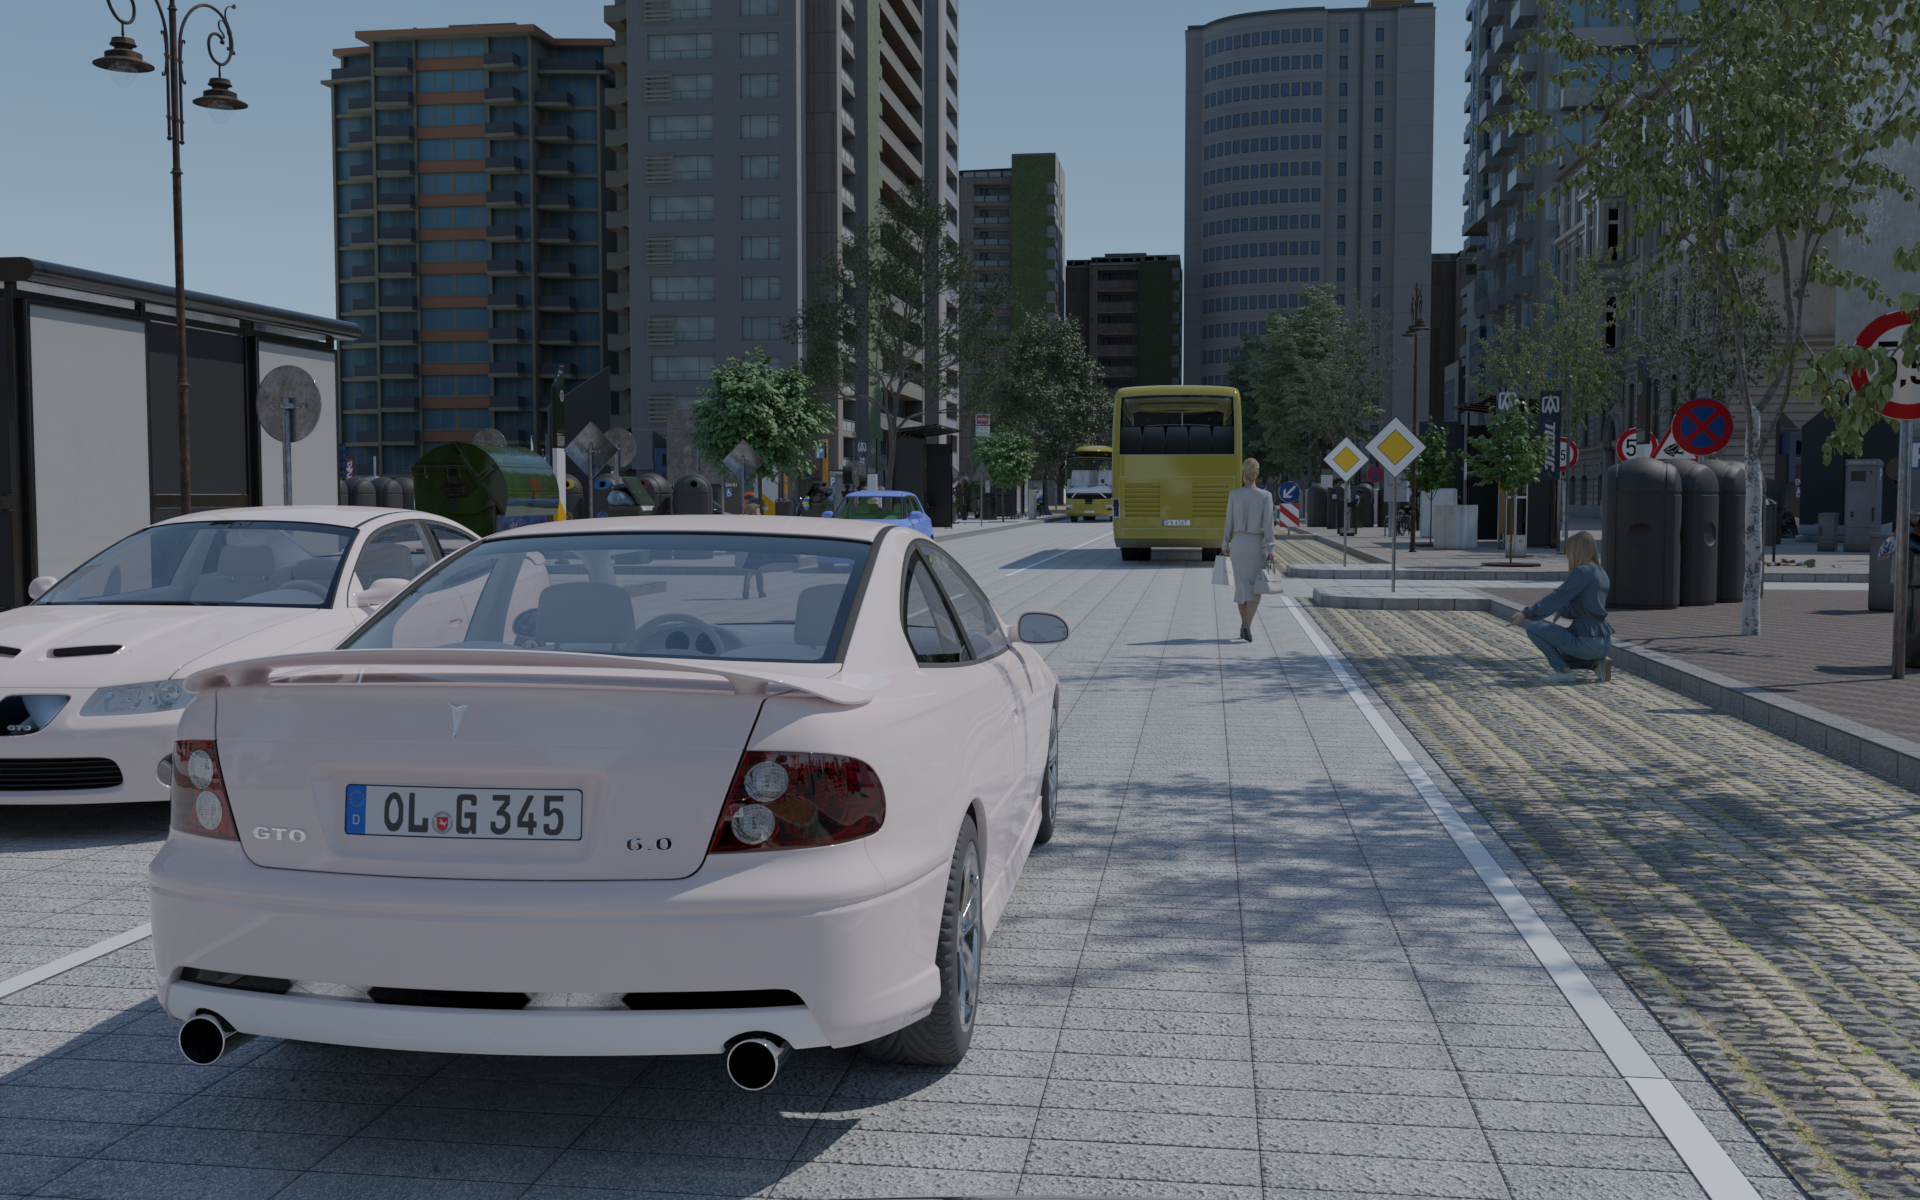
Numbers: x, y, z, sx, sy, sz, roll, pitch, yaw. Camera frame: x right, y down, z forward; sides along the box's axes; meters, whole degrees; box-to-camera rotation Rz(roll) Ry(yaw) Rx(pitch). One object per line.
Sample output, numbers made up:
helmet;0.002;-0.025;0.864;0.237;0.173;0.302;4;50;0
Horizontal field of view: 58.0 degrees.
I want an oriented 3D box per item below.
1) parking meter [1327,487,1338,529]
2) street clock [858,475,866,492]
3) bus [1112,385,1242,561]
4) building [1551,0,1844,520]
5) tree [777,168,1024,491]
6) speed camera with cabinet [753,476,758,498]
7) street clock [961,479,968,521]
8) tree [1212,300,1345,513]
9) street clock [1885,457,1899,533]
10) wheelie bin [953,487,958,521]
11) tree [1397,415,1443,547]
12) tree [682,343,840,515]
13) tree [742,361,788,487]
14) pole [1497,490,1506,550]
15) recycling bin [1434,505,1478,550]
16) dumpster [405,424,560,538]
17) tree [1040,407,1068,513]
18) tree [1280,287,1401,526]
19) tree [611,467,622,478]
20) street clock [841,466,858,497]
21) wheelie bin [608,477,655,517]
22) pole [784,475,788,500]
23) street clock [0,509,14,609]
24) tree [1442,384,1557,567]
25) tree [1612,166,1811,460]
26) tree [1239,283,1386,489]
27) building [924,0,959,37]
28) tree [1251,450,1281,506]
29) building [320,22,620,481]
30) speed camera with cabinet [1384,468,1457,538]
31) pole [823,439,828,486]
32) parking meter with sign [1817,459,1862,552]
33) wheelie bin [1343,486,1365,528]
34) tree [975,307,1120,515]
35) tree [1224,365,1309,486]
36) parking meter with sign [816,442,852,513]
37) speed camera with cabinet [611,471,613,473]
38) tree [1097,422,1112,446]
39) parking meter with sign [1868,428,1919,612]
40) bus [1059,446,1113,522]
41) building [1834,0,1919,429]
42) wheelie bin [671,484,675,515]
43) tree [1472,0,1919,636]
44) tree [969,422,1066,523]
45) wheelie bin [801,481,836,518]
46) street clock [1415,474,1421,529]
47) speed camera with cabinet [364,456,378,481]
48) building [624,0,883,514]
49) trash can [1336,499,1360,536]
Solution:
parking meter;13.578;-3.350;63.183;0.372;1.533;0.369;0;3;0
street clock;-3.742;-3.665;64.494;0.358;2.002;0.471;-3;5;-41
bus;5.009;-2.956;39.882;2.896;3.916;12.252;0;4;7
building;37.489;-16.165;83.375;14.460;24.649;34.723;0;4;8
tree;-1.825;-7.037;49.463;7.601;10.594;8.767;1;4;17
speed camera with cabinet;-8.122;-4.729;71.652;0.660;3.252;2.038;-1;4;-13
street clock;0.218;-4.852;83.907;0.358;2.002;0.471;-1;4;-14
tree;21.672;-12.775;115.521;9.857;13.997;8.962;0;3;0
street clock;18.207;-1.775;33.592;0.471;2.002;0.358;3;5;45
wheelie bin;-0.536;-4.451;80.678;0.980;1.594;0.693;2;4;34
tree;11.403;-2.922;42.384;1.663;3.219;1.824;0;3;0
tree;-4.342;-3.295;37.586;4.285;4.588;4.351;0;3;0
tree;-11.035;-8.884;95.619;4.360;8.622;3.978;0;3;0
pole;12.509;-2.819;39.926;0.158;3.312;0.155;0;3;0
recycling bin;11.467;-1.683;40.066;0.722;1.027;0.722;-2;4;-34
dumpster;-6.635;-1.321;24.096;1.502;2.255;1.985;0;4;8
tree;6.820;-10.276;118.368;4.360;8.622;3.978;0;3;0
tree;13.431;-6.751;60.739;4.360;8.622;3.978;0;3;0
tree;-20.062;-6.312;97.806;1.663;3.219;1.824;0;3;0
street clock;-2.880;-2.433;44.342;0.358;2.002;0.471;0;4;-6
wheelie bin;-6.040;-1.457;31.736;0.693;1.594;0.980;1;4;14
pole;-10.493;-6.753;104.247;0.158;3.312;0.155;0;3;0
street clock;-10.684;-0.897;19.243;0.471;2.002;0.358;2;4;27
tree;9.684;-2.215;30.809;1.663;3.219;1.824;0;3;0
tree;16.197;-5.309;37.171;4.360;8.622;3.978;0;3;0
tree;18.937;-10.704;93.140;7.486;12.596;7.792;0;3;0
building;-14.605;-37.829;160.503;28.212;58.520;21.231;0;4;8
tree;26.161;-11.867;144.388;4.737;8.622;4.395;0;3;0
building;-43.135;-31.177;164.367;28.867;44.769;22.147;0;4;8
speed camera with cabinet;13.576;-3.468;51.033;2.038;3.252;0.660;1;4;22
pole;-5.008;-4.320;64.483;0.158;3.312;0.155;0;3;0
parking meter with sign;19.908;-2.563;38.163;1.738;3.016;0.543;3;4;38
wheelie bin;14.968;-3.535;65.709;0.693;1.594;0.980;-1;4;-21
tree;5.257;-11.570;106.178;9.611;12.733;9.660;0;3;0
tree;24.178;-12.931;137.172;9.928;11.665;9.643;0;3;0
parking meter with sign;-4.022;-3.824;58.787;1.738;3.016;0.543;-3;4;-38
speed camera with cabinet;-14.202;-4.360;65.627;2.038;3.252;0.660;0;4;5
tree;15.133;-13.656;173.633;4.360;8.622;3.978;0;3;0
parking meter with sign;10.809;-1.402;19.180;1.738;3.016;0.543;-2;4;-29
bus;7.392;-6.106;91.377;2.896;3.916;12.252;1;4;10
building;33.860;-11.660;45.400;16.860;20.320;10.420;0;4;8
wheelie bin;-8.485;-2.764;53.105;0.980;1.594;0.693;2;4;25
tree;7.001;-3.976;15.377;4.737;8.622;4.395;0;3;0
tree;2.034;-5.813;78.748;4.285;4.588;4.351;0;3;0
wheelie bin;-3.527;-2.181;43.565;0.693;1.594;0.980;2;4;32
street clock;16.503;-3.548;62.573;0.358;2.002;0.471;1;4;13
speed camera with cabinet;-30.635;-5.944;91.513;0.660;3.252;2.038;1;4;17
building;-13.372;-26.449;116.034;14.154;41.232;14.086;0;4;8
trash can;11.818;-2.519;52.837;0.748;1.137;0.748;0;3;0
